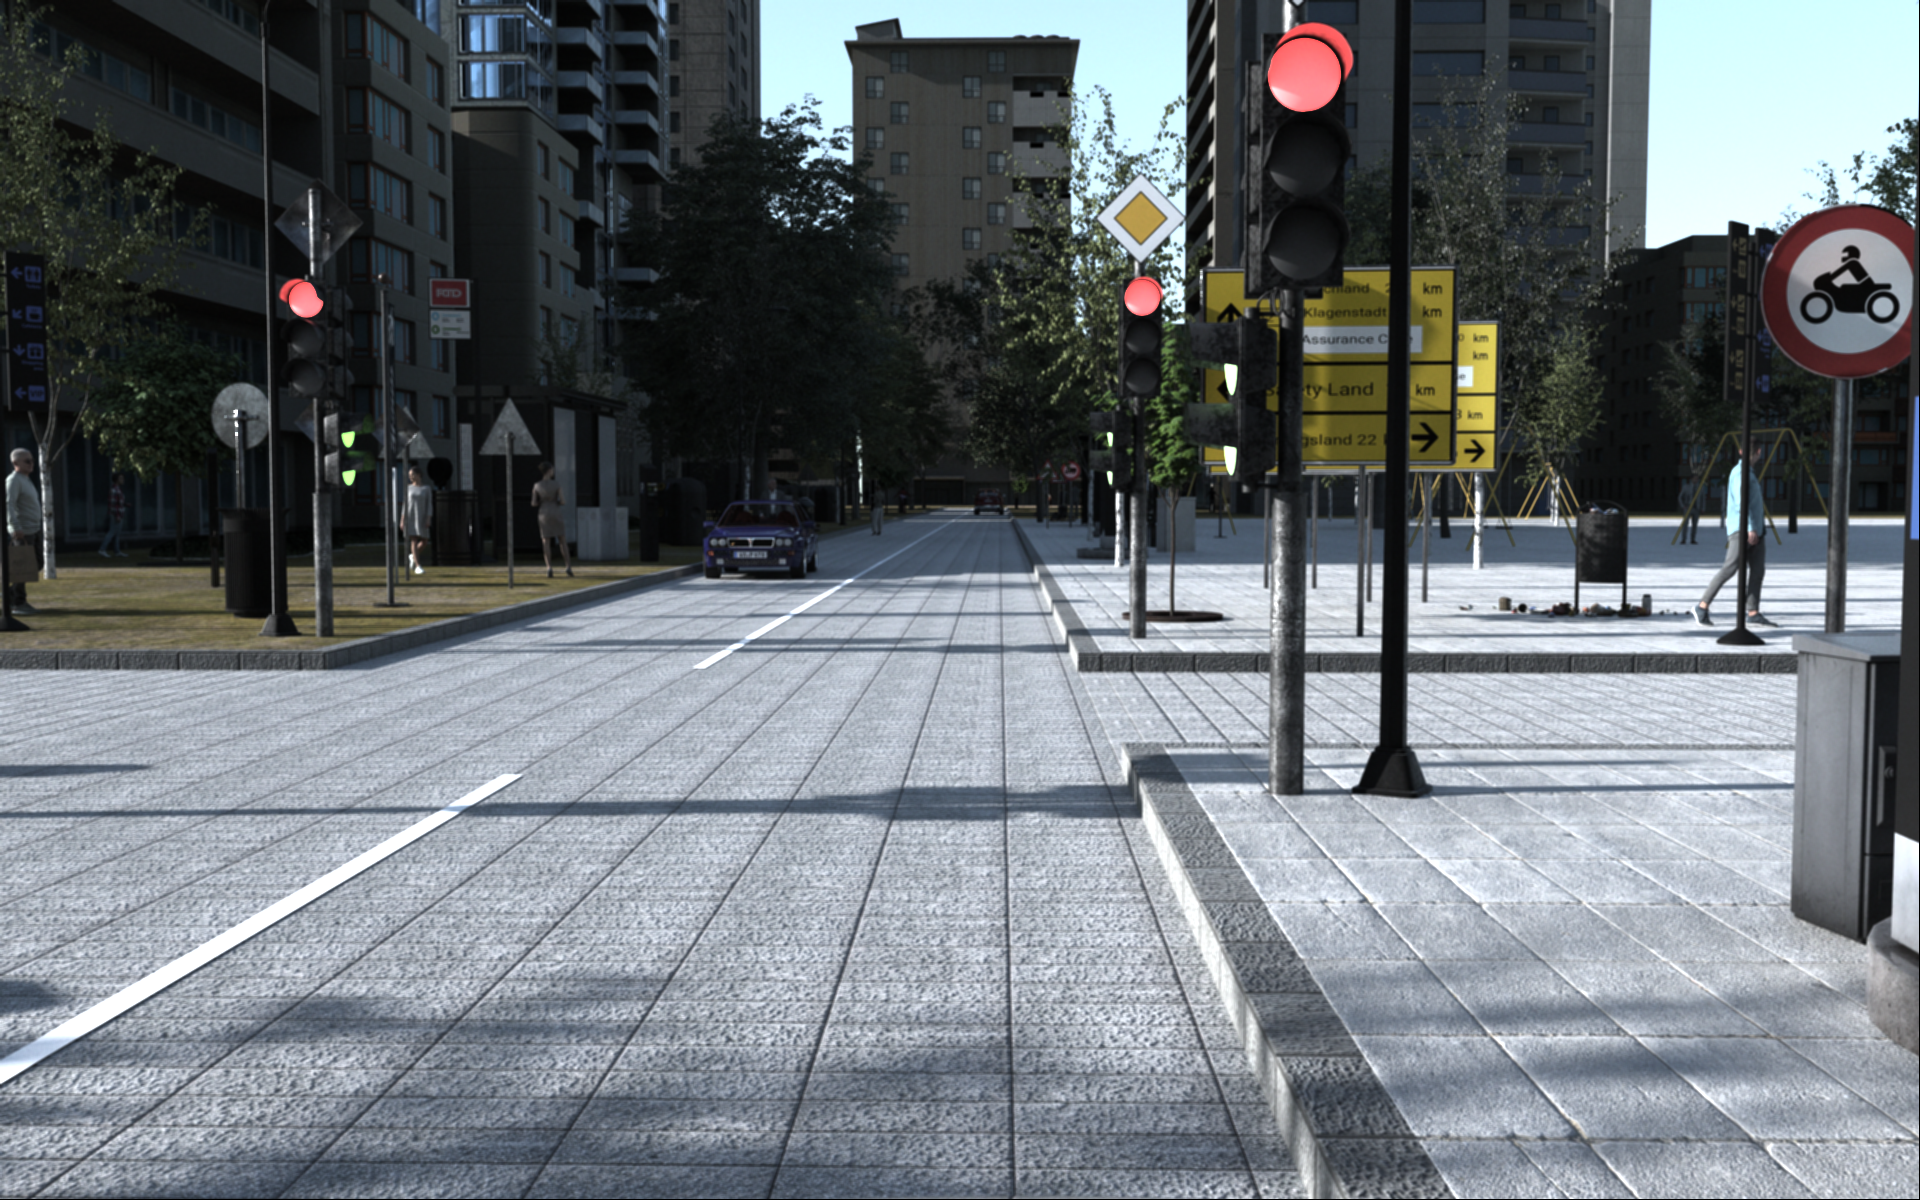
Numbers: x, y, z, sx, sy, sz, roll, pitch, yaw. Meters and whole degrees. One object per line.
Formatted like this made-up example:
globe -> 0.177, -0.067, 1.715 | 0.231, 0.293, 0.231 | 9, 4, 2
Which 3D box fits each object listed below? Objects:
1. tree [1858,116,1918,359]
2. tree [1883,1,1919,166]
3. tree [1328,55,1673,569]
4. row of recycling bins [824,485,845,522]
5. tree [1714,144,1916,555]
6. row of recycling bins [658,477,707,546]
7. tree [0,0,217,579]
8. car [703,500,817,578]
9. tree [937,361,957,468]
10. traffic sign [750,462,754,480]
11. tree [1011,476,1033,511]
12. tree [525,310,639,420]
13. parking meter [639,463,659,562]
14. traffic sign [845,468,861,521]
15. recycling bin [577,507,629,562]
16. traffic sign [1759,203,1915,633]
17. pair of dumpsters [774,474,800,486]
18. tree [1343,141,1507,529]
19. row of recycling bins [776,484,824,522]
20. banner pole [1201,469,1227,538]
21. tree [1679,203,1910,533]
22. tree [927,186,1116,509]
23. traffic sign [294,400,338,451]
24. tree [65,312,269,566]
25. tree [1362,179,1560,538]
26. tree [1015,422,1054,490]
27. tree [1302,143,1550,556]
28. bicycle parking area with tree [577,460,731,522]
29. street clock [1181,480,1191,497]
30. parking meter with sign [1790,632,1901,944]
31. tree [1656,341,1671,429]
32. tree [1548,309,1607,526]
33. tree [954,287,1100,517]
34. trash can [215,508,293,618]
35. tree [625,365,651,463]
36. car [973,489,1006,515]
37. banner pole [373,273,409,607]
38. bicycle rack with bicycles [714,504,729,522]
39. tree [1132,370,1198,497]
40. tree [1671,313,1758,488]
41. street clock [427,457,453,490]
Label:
tree -> 26.049, -7.162, 42.851 | 9.928, 11.665, 9.643 | 0, 3, 0
tree -> 14.082, -4.372, 21.847 | 4.360, 8.622, 3.978 | 0, 3, 0
tree -> 8.996, -4.833, 29.388 | 4.360, 8.622, 3.978 | 0, 3, 0
row of recycling bins -> -6.353, -4.465, 80.115 | 1.069, 1.692, 3.534 | -1, 4, -20
tree -> 18.584, -5.276, 36.623 | 4.737, 8.622, 4.395 | 0, 3, 0
row of recycling bins -> -7.090, -2.266, 44.163 | 1.069, 1.692, 3.534 | -1, 4, -17
tree -> -13.631, -4.618, 25.874 | 4.737, 8.622, 4.395 | 0, 3, 0
car -> -3.489, -1.105, 30.644 | 1.945, 1.354, 3.894 | 0, 4, 0
tree -> -4.096, -12.459, 121.838 | 7.486, 12.596, 7.792 | 0, 3, 0
traffic sign -> -7.705, -3.991, 65.261 | 0.884, 2.594, 0.081 | 0, 4, 2
tree -> 4.704, -8.451, 132.773 | 1.663, 3.219, 1.824 | 0, 3, 0
tree -> -15.416, -7.298, 69.681 | 4.737, 8.622, 4.395 | 0, 3, 0
parking meter -> -5.896, -1.660, 32.856 | 0.255, 1.863, 0.399 | -2, 4, -31
traffic sign -> -5.165, -5.092, 83.359 | 0.768, 2.556, 0.104 | 0, 4, 5
recycling bin -> -6.877, -1.271, 33.341 | 0.722, 1.027, 0.722 | 3, 5, 41
traffic sign -> 3.906, -0.464, 7.695 | 0.768, 2.556, 0.104 | 0, 4, 4
pair of dumpsters -> -8.408, -4.894, 82.517 | 1.574, 2.255, 4.437 | 0, 4, 1
tree -> 15.462, -9.615, 63.854 | 9.857, 13.997, 8.962 | 0, 3, 0
row of recycling bins -> -7.314, -4.195, 75.695 | 1.069, 1.692, 3.534 | 1, 4, 21
banner pole -> 7.467, -3.726, 50.935 | 0.863, 3.779, 0.401 | -1, 4, -20
tree -> 27.077, -7.470, 56.539 | 7.601, 10.594, 8.767 | -2, 4, -25
tree -> 4.661, -15.502, 109.350 | 12.611, 20.169, 13.585 | 0, 3, 0
traffic sign -> -8.112, -1.368, 22.097 | 0.795, 2.593, 0.064 | 0, 4, 8
tree -> -14.311, -2.918, 31.427 | 4.285, 4.588, 4.351 | 0, 3, 0
tree -> 13.902, -7.098, 50.473 | 7.601, 10.594, 8.767 | 2, 4, 30
tree -> 5.553, -10.769, 126.432 | 4.360, 8.622, 3.978 | 0, 3, 0
tree -> 9.471, -5.221, 35.726 | 4.737, 8.622, 4.395 | 0, 3, 0
bicycle parking area with tree -> -14.373, -5.478, 76.562 | 8.231, 4.147, 9.016 | 2, 4, 25
street clock -> 8.048, -3.539, 62.431 | 0.471, 2.002, 0.358 | 1, 4, 20
parking meter with sign -> 3.390, -0.539, 5.080 | 1.738, 3.016, 0.543 | 0, 4, -8
tree -> 28.500, -7.011, 64.993 | 4.737, 8.622, 4.395 | 0, 3, 0
tree -> 24.093, -7.308, 69.842 | 4.737, 8.622, 4.395 | 0, 3, 0
tree -> 4.440, -10.969, 96.343 | 9.611, 12.733, 9.660 | 0, 3, 0
trash can -> -7.366, -0.395, 18.115 | 0.748, 1.137, 0.748 | 0, 3, 0
tree -> -14.814, -8.429, 88.172 | 4.360, 8.622, 3.978 | 0, 3, 0
car -> 2.030, -6.826, 120.272 | 2.281, 1.827, 5.304 | 0, 4, 2
banner pole -> -6.543, -1.829, 19.915 | 0.401, 3.779, 0.863 | -1, 4, -9
bicycle rack with bicycles -> -8.677, -2.951, 61.625 | 2.852, 0.926, 2.925 | -1, 4, -12
tree -> 10.375, -8.379, 87.361 | 4.360, 8.622, 3.978 | 0, 3, 0
tree -> 30.491, -7.380, 71.026 | 4.360, 8.622, 3.978 | 0, 3, 0
street clock -> -10.265, -1.814, 34.227 | 0.471, 2.002, 0.358 | 2, 4, 28
